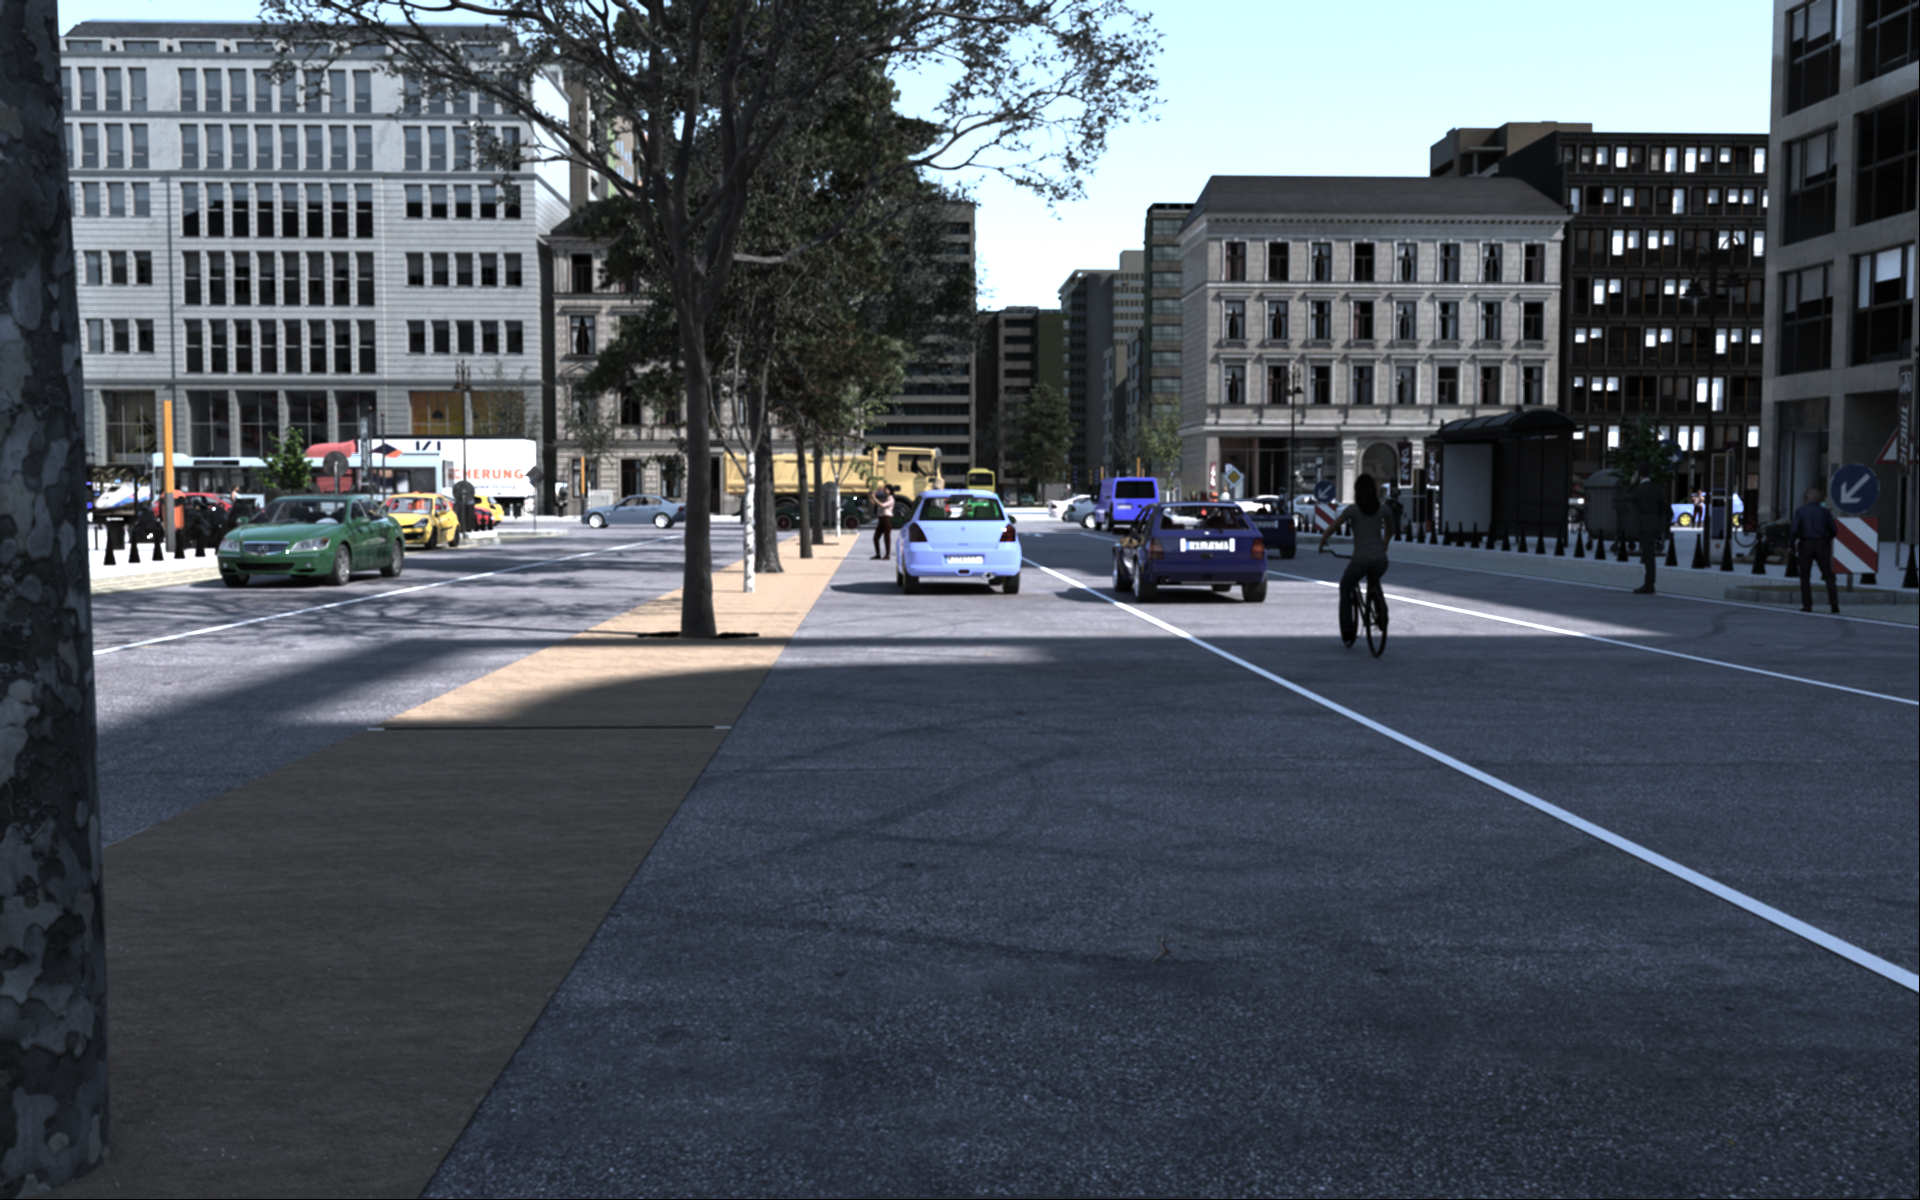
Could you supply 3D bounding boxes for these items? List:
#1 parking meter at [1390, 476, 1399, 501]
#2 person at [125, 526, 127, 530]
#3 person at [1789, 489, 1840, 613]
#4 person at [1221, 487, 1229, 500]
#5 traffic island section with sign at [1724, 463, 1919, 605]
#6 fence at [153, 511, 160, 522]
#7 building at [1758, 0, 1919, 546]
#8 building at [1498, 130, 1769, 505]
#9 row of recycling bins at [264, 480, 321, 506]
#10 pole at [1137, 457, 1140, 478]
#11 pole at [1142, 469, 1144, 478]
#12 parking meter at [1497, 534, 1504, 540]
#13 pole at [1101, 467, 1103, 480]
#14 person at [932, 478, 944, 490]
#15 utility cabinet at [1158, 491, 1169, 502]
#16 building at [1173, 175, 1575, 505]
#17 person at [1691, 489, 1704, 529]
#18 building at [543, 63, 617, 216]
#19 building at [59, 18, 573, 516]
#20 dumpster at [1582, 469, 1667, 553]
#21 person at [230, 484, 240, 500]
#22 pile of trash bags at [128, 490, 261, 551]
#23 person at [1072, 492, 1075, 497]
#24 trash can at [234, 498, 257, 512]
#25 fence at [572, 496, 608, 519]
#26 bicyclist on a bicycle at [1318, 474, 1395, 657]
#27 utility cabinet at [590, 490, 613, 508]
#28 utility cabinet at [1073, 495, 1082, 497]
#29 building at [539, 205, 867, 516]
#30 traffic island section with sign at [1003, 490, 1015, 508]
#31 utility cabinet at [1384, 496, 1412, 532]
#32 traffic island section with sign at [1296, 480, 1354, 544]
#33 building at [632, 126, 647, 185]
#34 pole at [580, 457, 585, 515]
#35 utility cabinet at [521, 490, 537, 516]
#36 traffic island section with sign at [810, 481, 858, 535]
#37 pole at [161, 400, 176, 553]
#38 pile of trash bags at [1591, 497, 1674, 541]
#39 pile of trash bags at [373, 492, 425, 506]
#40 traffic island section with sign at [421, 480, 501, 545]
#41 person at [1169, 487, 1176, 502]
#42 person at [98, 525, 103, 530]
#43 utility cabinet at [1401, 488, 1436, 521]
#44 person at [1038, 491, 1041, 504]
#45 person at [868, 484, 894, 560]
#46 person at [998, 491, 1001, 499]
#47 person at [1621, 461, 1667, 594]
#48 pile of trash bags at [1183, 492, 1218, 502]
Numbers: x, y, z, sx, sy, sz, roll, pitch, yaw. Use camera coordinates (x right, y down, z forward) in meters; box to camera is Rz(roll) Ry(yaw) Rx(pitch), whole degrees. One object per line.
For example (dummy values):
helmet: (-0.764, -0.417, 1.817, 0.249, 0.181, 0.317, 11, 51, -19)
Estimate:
parking meter: (14.212, -3.121, 56.738, 0.255, 1.863, 0.399, 1, 4, 18)
person: (-31.090, -3.366, 64.200, 0.551, 1.740, 0.621, -1, 4, -20)
person: (10.387, -0.596, 20.942, 0.574, 1.496, 0.600, 3, 5, 40)
person: (13.143, -4.718, 85.991, 0.694, 1.780, 0.624, -2, 4, -25)
traffic island section with sign: (11.434, -0.890, 23.182, 1.989, 1.847, 2.006, 0, 4, -2)
fence: (-27.526, -2.753, 60.385, 0.278, 0.683, 2.069, 2, 4, 25)
building: (33.867, -14.023, 33.785, 19.350, 26.468, 34.151, 0, 4, -2)
building: (43.966, -17.149, 110.063, 15.834, 23.373, 12.332, 0, 4, -2)
row of recycling bins: (-19.961, -2.744, 51.984, 1.069, 1.692, 3.534, 0, 4, -5)
pole: (9.925, -6.273, 96.406, 0.158, 3.312, 0.155, 0, 3, 0)
pole: (14.821, -8.967, 140.461, 0.158, 3.312, 0.155, 0, 3, 0)
parking meter: (14.950, -2.424, 48.050, 0.372, 1.533, 0.369, 0, 3, 0)
pole: (10.568, -8.260, 128.889, 0.158, 3.312, 0.155, 0, 3, 0)
person: (-0.541, -1.947, 40.519, 0.728, 1.800, 0.709, 0, 4, 1)
utility cabinet: (17.094, -8.427, 146.460, 1.173, 1.500, 0.318, 3, 5, 40)
building: (15.677, -15.634, 106.523, 40.483, 20.767, 10.553, 0, 4, -2)
person: (29.733, -3.659, 69.789, 0.566, 1.644, 0.517, -2, 4, -24)
building: (-39.890, -29.184, 160.750, 14.154, 41.232, 14.086, 0, 4, -2)
building: (-39.520, -20.046, 105.249, 29.804, 29.767, 11.434, 0, 4, -2)
dumpster: (14.820, -2.008, 38.591, 1.264, 1.857, 1.865, 0, 4, -2)
person: (-27.908, -3.549, 66.612, 0.778, 1.811, 0.616, 0, 4, -5)
pile of trash bags: (-17.619, -1.894, 40.726, 1.912, 1.369, 3.447, 1, 4, 9)
person: (16.375, -14.720, 249.257, 0.705, 1.814, 1.350, 2, 4, 26)
trash can: (-24.520, -2.925, 59.475, 0.748, 1.137, 0.748, 0, 3, 0)
fence: (-19.347, -4.864, 90.726, 2.264, 1.192, 0.480, 1, 4, 23)
bicyclist on a bicycle: (3.635, -0.345, 15.657, 1.499, 1.676, 1.625, 0, 4, -1)
utility cabinet: (-19.532, -5.245, 94.435, 1.173, 1.500, 0.318, 0, 4, -7)
utility cabinet: (8.988, -7.330, 131.000, 0.306, 1.237, 1.020, -2, 4, -33)
building: (-14.989, -14.789, 106.425, 19.286, 19.102, 10.561, 0, 4, -2)
traffic island section with sign: (4.728, -10.632, 182.460, 1.989, 1.847, 2.006, 0, 4, -2)
utility cabinet: (14.988, -2.927, 59.020, 1.020, 1.237, 0.306, 1, 4, 18)
traffic island section with sign: (10.287, -2.546, 50.252, 1.989, 1.847, 2.006, 0, 4, -2)
building: (-48.366, -33.132, 196.336, 28.867, 44.769, 22.147, 0, 4, -2)
pole: (-20.624, -6.165, 94.635, 0.158, 3.312, 0.155, 0, 3, 0)
utility cabinet: (-24.992, -5.585, 99.986, 0.318, 1.500, 1.173, 3, 5, 39)
traffic island section with sign: (-4.658, -3.270, 61.605, 2.006, 1.907, 1.989, 0, 4, -2)
pole: (-17.308, -2.693, 37.873, 0.158, 3.312, 0.155, 0, 3, 0)
pile of trash bags: (19.118, -2.384, 48.735, 1.912, 1.369, 3.447, 0, 4, 3)
pile of trash bags: (-19.463, -3.022, 59.163, 1.912, 1.369, 3.447, 1, 4, 22)
traffic island section with sign: (-14.152, -2.477, 49.135, 1.989, 1.847, 2.006, 0, 4, -2)
person: (10.879, -4.892, 88.612, 0.853, 1.813, 0.709, -1, 4, -15)
person: (-32.350, -3.518, 65.378, 0.474, 1.900, 0.648, 0, 4, 0)
utility cabinet: (15.920, -3.151, 60.202, 1.173, 1.500, 0.318, 1, 4, 16)
person: (10.892, -14.028, 237.876, 0.705, 1.821, 1.348, 0, 4, 6)
person: (-1.716, -1.701, 37.766, 0.566, 1.644, 0.517, 0, 4, 5)
person: (4.364, -11.454, 195.756, 0.705, 1.826, 1.348, 1, 4, 23)
person: (9.848, -1.047, 24.987, 0.648, 1.900, 0.474, -3, 5, -44)
pile of trash bags: (13.782, -5.424, 98.440, 1.912, 1.369, 3.447, -1, 4, -18)
